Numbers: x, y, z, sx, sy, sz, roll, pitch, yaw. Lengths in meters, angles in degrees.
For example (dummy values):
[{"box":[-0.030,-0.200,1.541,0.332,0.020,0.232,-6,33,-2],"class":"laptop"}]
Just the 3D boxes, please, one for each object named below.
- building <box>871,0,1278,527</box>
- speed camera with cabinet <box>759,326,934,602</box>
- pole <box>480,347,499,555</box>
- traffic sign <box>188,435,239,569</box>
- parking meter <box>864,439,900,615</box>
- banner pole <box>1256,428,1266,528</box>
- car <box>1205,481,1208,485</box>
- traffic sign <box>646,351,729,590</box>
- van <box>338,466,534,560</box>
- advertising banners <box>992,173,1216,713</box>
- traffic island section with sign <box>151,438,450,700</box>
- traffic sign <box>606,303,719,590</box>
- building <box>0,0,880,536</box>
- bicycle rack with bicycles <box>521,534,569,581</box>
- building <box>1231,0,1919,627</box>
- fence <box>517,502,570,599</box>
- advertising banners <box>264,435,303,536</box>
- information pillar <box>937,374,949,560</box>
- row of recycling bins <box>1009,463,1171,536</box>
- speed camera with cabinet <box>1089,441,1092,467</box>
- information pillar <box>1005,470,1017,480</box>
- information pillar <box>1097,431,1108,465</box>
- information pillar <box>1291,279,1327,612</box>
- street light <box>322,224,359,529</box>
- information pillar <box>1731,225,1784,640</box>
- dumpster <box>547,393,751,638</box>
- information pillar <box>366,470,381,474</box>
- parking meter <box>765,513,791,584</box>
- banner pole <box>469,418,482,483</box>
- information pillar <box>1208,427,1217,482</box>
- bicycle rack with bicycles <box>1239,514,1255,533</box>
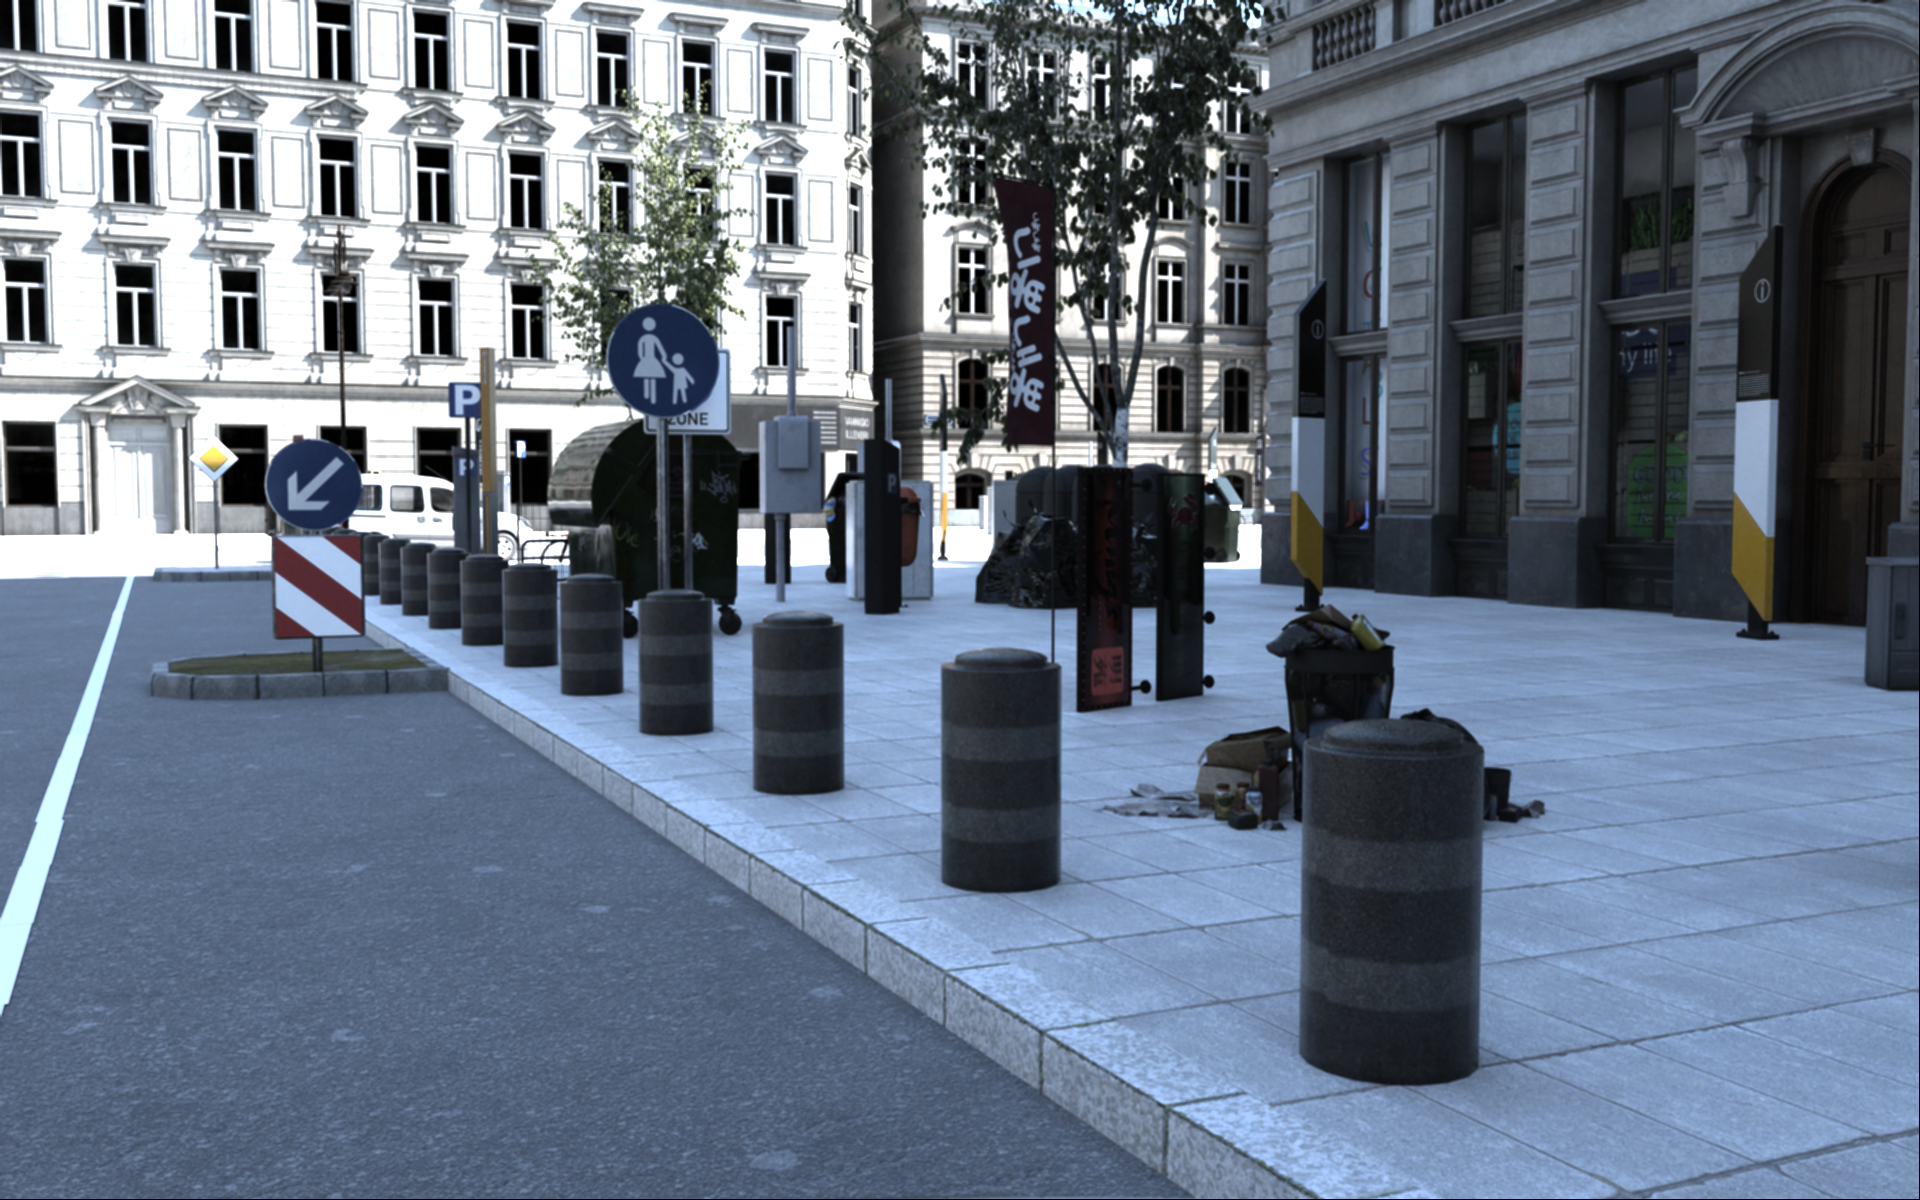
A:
[{"box":[11.769,-15.804,77.478,34.723,24.649,14.460,-2,4,-25],"class":"building"},{"box":[-1.373,-1.625,20.905,2.038,3.252,0.660,-1,4,-14],"class":"speed camera with cabinet"},{"box":[-6.586,-1.859,24.235,0.158,3.312,0.155,0,3,0],"class":"pole"},{"box":[-12.748,-1.590,29.639,0.795,2.450,0.064,-2,4,-25],"class":"traffic sign"},{"box":[-0.832,-0.788,18.588,0.255,1.863,0.399,2,4,27],"class":"parking meter"},{"box":[11.490,-4.649,66.031,0.401,3.779,0.863,-1,4,-22],"class":"banner pole"},{"box":[4.628,-2.198,44.609,5.304,1.827,2.281,-2,4,-27],"class":"car"},{"box":[-1.908,-0.613,12.147,0.606,2.300,0.079,-1,4,-16],"class":"traffic sign"},{"box":[-11.211,-1.830,36.938,4.112,2.044,2.013,-2,4,-24],"class":"van"},{"box":[0.886,-0.861,10.273,0.090,3.025,2.074,3,5,43],"class":"advertising banners"},{"box":[-5.030,-0.272,13.068,1.989,1.847,2.006,-2,4,-25],"class":"traffic island section with sign"},{"box":[-1.999,-0.707,11.669,0.768,2.556,0.104,-1,4,-23],"class":"traffic sign"},{"box":[-25.174,-17.469,62.033,44.131,29.872,17.030,-2,4,-25],"class":"building"},{"box":[-4.938,-0.731,25.330,2.852,0.926,2.925,3,5,44],"class":"bicycle rack with bicycles"},{"box":[12.534,-11.554,17.782,11.050,23.489,19.941,-2,4,-25],"class":"building"},{"box":[-4.016,-0.537,19.991,2.264,1.192,0.480,-1,4,-12],"class":"fence"},{"box":[-20.229,-3.406,51.873,2.074,3.025,0.090,3,4,37],"class":"advertising banners"},{"box":[-0.322,-2.583,33.580,0.183,3.616,0.504,0,4,-8],"class":"information pillar"},{"box":[1.868,-1.059,24.430,1.069,1.692,3.534,-2,4,-28],"class":"row of recycling bins"},{"box":[5.587,-4.326,65.070,2.038,3.252,0.660,0,4,5],"class":"speed camera with cabinet"},{"box":[1.567,-3.003,53.583,0.304,2.012,0.304,1,4,20],"class":"information pillar"},{"box":[5.241,-4.426,63.716,0.183,3.616,0.504,-3,5,-43],"class":"information pillar"},{"box":[3.795,-1.680,18.828,0.504,3.616,0.183,-3,5,-42],"class":"information pillar"},{"box":[-10.654,-3.493,29.892,0.468,5.910,1.993,-2,4,-25],"class":"street light"},{"box":[7.076,-1.469,15.372,0.183,3.616,0.504,-1,4,-11],"class":"information pillar"},{"box":[-2.916,-0.840,16.226,1.502,2.255,1.985,-2,4,-25],"class":"dumpster"},{"box":[-18.111,-3.000,53.540,0.304,2.012,0.304,3,5,41],"class":"information pillar"},{"box":[-2.619,-1.007,24.872,0.372,1.533,0.369,0,3,0],"class":"parking meter"},{"box":[-13.203,-3.514,47.470,0.863,3.779,0.401,0,4,4],"class":"banner pole"},{"box":[8.803,-4.221,60.375,0.183,3.616,0.504,2,4,35],"class":"information pillar"},{"box":[8.376,-2.730,58.014,2.925,0.926,2.852,-2,4,-28],"class":"bicycle rack with bicycles"}]
